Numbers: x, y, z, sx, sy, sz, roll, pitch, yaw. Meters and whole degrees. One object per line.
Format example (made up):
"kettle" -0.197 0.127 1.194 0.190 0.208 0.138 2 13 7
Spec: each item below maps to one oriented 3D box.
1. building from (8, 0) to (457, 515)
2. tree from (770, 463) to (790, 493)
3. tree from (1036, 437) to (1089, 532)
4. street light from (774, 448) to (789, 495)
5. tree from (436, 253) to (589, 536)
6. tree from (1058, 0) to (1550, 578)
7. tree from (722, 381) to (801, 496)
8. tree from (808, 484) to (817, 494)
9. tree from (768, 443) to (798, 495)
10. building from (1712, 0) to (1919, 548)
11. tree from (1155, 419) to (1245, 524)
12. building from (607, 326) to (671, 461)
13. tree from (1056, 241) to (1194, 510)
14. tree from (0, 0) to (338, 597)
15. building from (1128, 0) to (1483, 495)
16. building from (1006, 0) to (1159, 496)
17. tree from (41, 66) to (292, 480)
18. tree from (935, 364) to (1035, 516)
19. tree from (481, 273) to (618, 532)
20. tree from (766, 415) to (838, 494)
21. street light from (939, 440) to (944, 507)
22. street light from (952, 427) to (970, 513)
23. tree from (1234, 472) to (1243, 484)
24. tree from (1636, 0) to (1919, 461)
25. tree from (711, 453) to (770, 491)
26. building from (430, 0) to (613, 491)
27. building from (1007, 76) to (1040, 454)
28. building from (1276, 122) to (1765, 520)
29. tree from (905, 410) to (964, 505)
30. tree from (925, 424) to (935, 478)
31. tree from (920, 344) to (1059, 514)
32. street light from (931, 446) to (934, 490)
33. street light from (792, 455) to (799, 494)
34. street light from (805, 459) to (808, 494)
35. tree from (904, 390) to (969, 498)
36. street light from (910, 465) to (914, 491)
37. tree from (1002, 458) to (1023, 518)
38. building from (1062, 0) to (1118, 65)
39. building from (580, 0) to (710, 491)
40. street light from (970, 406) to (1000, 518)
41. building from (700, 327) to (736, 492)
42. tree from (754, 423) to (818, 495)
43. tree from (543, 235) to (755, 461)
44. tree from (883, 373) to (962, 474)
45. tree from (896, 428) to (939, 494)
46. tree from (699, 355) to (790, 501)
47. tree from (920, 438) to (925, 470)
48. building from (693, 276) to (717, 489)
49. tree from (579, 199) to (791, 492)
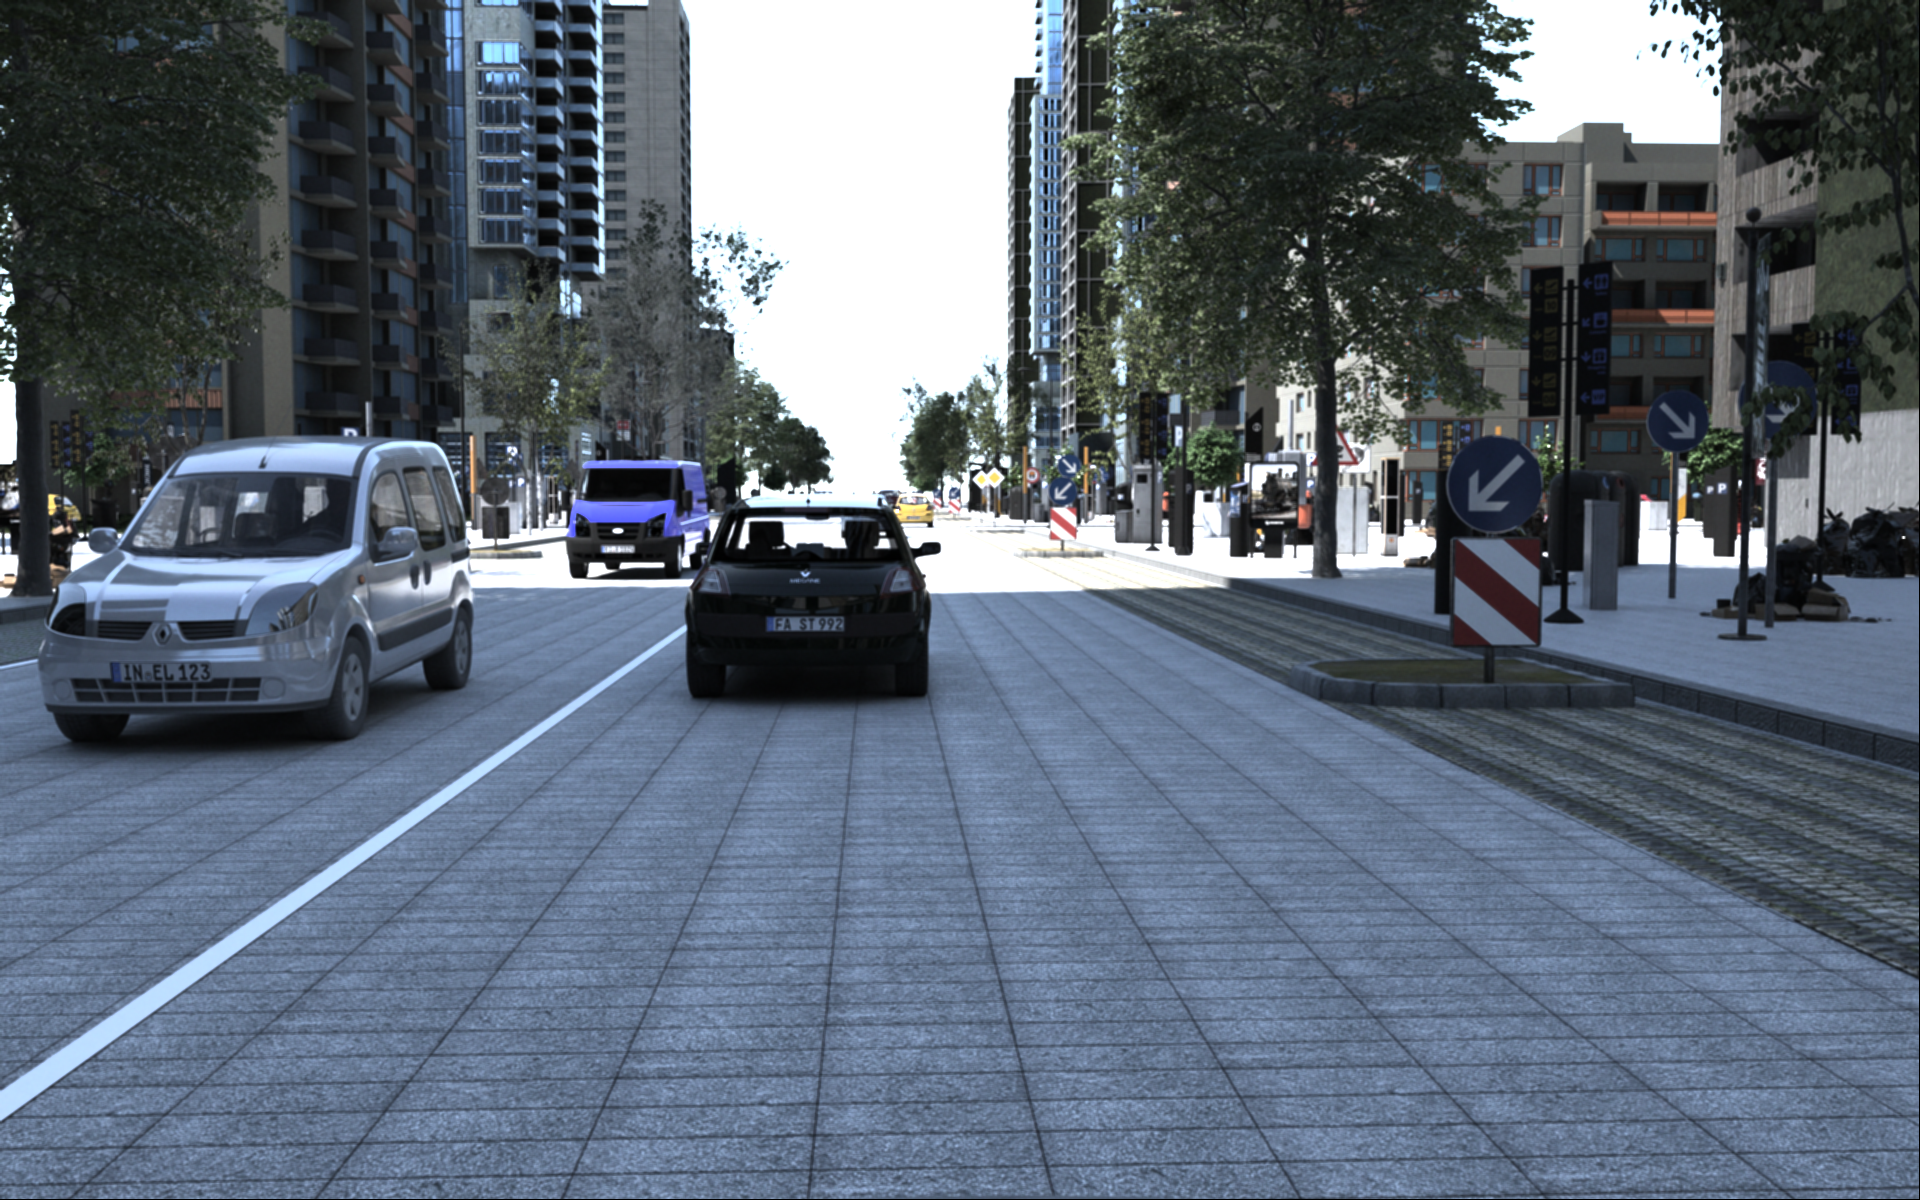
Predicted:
"building" -43.976 -27.575 105.471 22.147 44.769 28.867 0 4 -3
"tree" -19.171 -11.946 179.024 4.285 4.588 4.351 0 3 0
"tree" 3.682 -3.935 58.934 1.663 3.219 1.824 0 3 0
"street light" -18.336 -12.427 175.728 1.470 5.913 1.316 0 4 -3
"tree" -13.329 -6.247 52.502 4.360 8.622 3.978 0 3 0
"tree" 5.219 -6.615 26.281 7.486 12.596 7.792 0 3 0
"tree" -18.301 -14.241 158.595 9.928 11.665 9.643 0 3 0
"tree" -25.952 -21.360 299.600 4.737 8.622 4.395 0 3 0
"tree" -22.306 -16.357 217.796 4.360 8.622 3.978 0 3 0
"building" 24.695 -16.280 37.877 14.160 30.474 14.107 0 4 -3
"tree" 10.979 -5.576 74.889 4.285 4.588 4.351 0 3 0
"building" -47.627 -21.181 191.356 27.650 21.520 28.899 0 4 -3
"tree" 4.882 -6.034 49.015 4.737 8.622 4.395 0 3 0
"tree" -11.901 -6.339 21.763 7.486 12.596 7.792 0 3 0
"building" 25.435 -29.044 129.487 22.147 44.769 28.867 0 4 -3
"building" 19.553 -58.551 269.973 22.319 86.520 31.000 0 4 -3
"tree" -13.350 -4.859 29.814 4.360 8.622 3.978 0 3 0
"tree" 1.881 -9.096 99.085 4.737 8.622 4.395 0 3 0
"tree" -13.949 -6.606 58.370 4.737 8.622 4.395 0 3 0
"tree" -23.442 -20.046 244.763 9.611 12.733 9.660 0 3 0
"street light" -1.208 -10.691 147.335 1.470 5.913 1.316 0 4 -3
"street light" 0.108 -8.962 119.067 1.470 5.913 1.316 0 4 -3
"tree" 17.636 -7.189 112.142 1.663 3.219 1.824 0 3 0
"tree" 6.808 -3.739 11.493 4.737 8.622 4.395 0 3 0
"tree" -17.881 -9.235 134.702 4.285 4.588 4.351 0 3 0
"building" -44.012 -51.777 159.226 22.319 86.520 31.000 0 4 -3
"building" 16.799 -52.497 296.574 20.563 71.187 20.611 0 4 -3
"building" 35.691 -15.563 99.497 28.899 21.520 27.650 0 4 -3
"tree" -2.667 -17.172 206.518 9.928 11.665 9.643 0 3 0
"tree" -0.199 -12.555 155.637 4.737 8.622 4.395 0 3 0
"tree" 1.768 -10.638 108.351 8.767 10.594 7.601 0 4 -7
"street light" -2.252 -11.980 168.409 1.470 5.913 1.316 0 4 -3
"street light" -19.590 -14.116 203.338 1.470 5.913 1.316 0 4 -3
"street light" -21.123 -15.867 231.958 1.470 5.913 1.316 0 4 -3
"tree" -2.380 -16.546 188.648 7.486 12.596 7.792 0 3 0
"street light" -6.161 -17.027 250.933 1.470 5.913 1.316 0 4 -3
"tree" 2.949 -6.095 94.253 1.663 3.219 1.824 0 3 0
"building" 20.729 -46.529 198.998 20.563 71.187 20.611 0 4 -3
"building" -47.685 -49.867 253.584 20.563 71.187 20.611 0 4 -3
"street light" 1.412 -7.273 91.460 1.470 5.913 1.316 0 4 -3
"building" -46.183 -32.183 297.888 14.160 30.474 14.107 0 4 -3
"tree" -21.672 -16.836 209.683 8.767 10.594 7.601 -2 4 -33
"tree" -14.892 -10.583 83.403 12.009 13.543 11.850 0 3 0
"tree" -5.615 -25.214 268.137 12.611 20.169 13.585 0 3 0
"tree" -6.396 -23.479 290.536 9.857 13.997 8.962 0 3 0
"tree" -17.697 -13.702 142.157 7.486 12.596 7.792 0 3 0
"tree" -1.969 -13.928 178.089 4.737 8.622 4.395 0 3 0
"building" -54.503 -35.815 277.459 32.217 40.220 23.993 0 4 -3
"tree" -17.689 -15.674 112.154 12.611 20.169 13.585 0 3 0
